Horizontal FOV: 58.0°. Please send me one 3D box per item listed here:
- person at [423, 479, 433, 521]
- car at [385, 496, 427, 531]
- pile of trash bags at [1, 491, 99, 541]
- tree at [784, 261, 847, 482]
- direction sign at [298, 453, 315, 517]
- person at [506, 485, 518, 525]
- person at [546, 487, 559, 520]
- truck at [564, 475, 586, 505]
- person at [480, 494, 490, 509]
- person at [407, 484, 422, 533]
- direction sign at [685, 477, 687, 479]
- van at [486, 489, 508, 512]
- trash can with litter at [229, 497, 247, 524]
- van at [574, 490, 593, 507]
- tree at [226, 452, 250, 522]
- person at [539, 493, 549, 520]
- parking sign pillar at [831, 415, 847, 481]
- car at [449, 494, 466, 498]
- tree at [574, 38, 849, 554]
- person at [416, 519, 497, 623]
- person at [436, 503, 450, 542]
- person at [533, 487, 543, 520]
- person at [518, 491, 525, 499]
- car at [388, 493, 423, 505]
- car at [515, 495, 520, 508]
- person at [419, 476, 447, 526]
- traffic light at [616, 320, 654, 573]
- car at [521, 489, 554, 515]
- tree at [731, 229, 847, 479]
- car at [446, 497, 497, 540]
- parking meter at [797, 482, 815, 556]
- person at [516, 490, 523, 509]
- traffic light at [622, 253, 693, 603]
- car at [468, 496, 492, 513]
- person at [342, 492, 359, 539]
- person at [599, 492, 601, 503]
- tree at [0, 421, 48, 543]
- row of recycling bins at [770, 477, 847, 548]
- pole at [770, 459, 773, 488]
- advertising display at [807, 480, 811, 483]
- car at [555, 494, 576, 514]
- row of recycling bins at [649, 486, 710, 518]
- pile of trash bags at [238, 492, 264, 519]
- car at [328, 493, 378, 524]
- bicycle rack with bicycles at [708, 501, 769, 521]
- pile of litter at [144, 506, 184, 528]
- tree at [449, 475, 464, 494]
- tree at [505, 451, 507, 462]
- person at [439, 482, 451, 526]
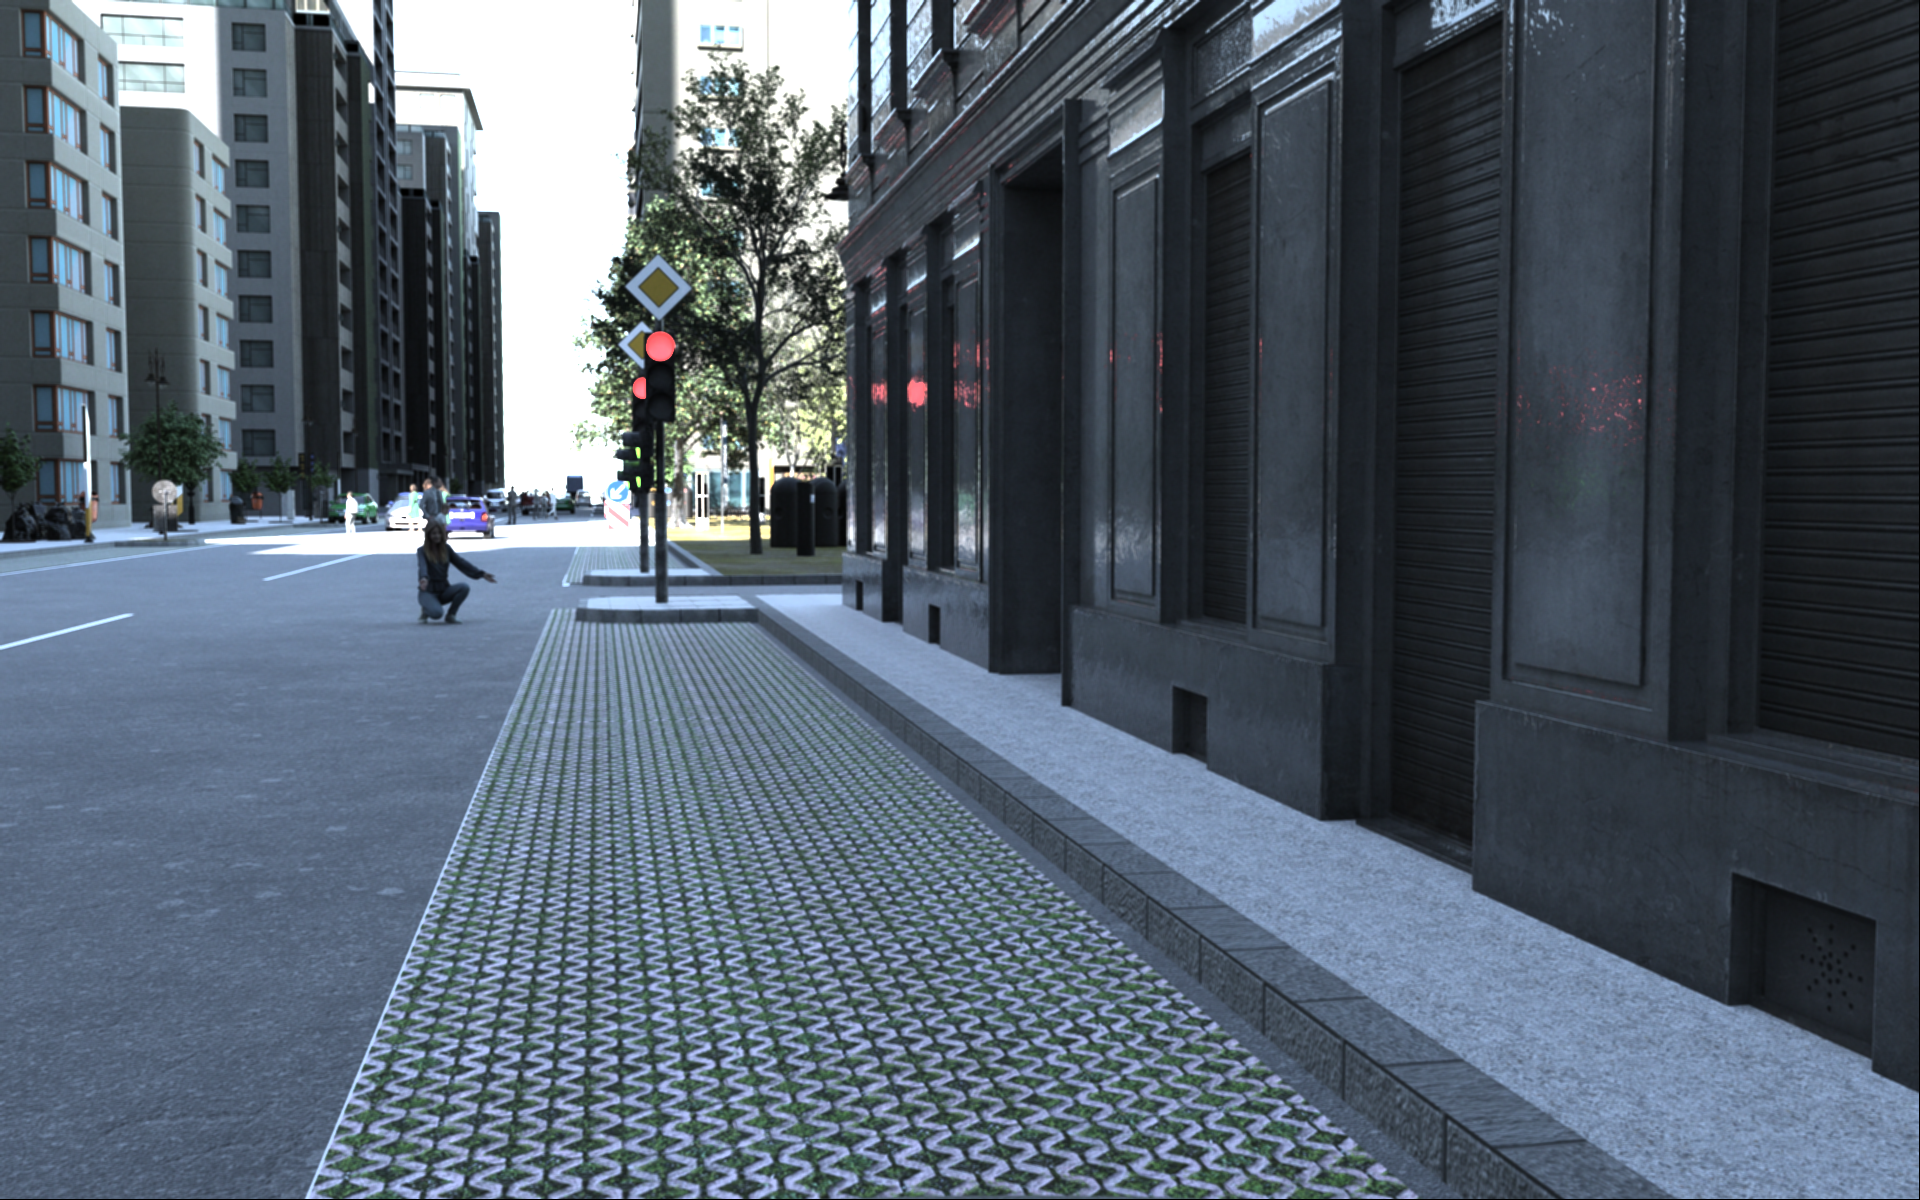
[{"bbox_3d":[-12.443,-1.973,41.039,0.573,1.790,0.520,-2,4,-30],"label":"person"},{"bbox_3d":[-21.550,-3.429,68.429,2.083,1.381,4.827,-1,4,-12],"label":"car"},{"bbox_3d":[-25.392,-2.399,48.973,1.912,1.369,3.447,0,4,1],"label":"pile of trash bags"},{"bbox_3d":[-3.316,-6.292,53.242,4.737,8.622,4.395,0,3,0],"label":"tree"},{"bbox_3d":[-35.990,-6.328,95.465,0.876,3.537,0.379,0,4,0],"label":"direction sign"},{"bbox_3d":[-21.143,-4.476,81.482,0.447,1.846,0.655,2,4,30],"label":"person"},{"bbox_3d":[-22.931,-5.438,97.296,0.818,1.842,0.514,-2,4,-29],"label":"person"},{"bbox_3d":[-51.856,-14.842,232.420,2.967,4.110,18.799,-1,4,-11],"label":"truck"},{"bbox_3d":[-28.517,-5.638,103.874,0.628,1.438,0.799,0,4,0],"label":"person"},{"bbox_3d":[-20.302,-3.406,64.441,0.529,1.795,0.600,0,4,-2],"label":"person"},{"bbox_3d":[-14.170,-5.815,87.071,0.876,3.537,0.379,-2,4,-24],"label":"direction sign"},{"bbox_3d":[-36.716,-7.944,136.891,2.013,2.044,4.112,-1,4,-11],"label":"van"},{"bbox_3d":[-30.933,-3.851,74.348,0.624,1.170,1.055,-3,5,-44],"label":"trash can with litter"},{"bbox_3d":[-40.949,-11.096,188.425,2.013,2.044,4.112,-1,4,-13],"label":"van"},{"bbox_3d":[-33.130,-5.226,80.044,1.663,3.219,1.824,0,3,0],"label":"tree"},{"bbox_3d":[-22.673,-5.088,94.282,0.523,1.515,0.503,2,4,24],"label":"person"},{"bbox_3d":[-3.860,-4.297,58.720,1.447,3.967,1.447,2,4,28],"label":"parking sign pillar"},{"bbox_3d":[-30.971,-5.755,106.095,2.014,1.417,4.499,-1,4,-10],"label":"car"},{"bbox_3d":[-4.641,-6.250,36.594,7.601,10.594,8.767,-3,5,-40],"label":"tree"},{"bbox_3d":[-5.645,-0.317,19.176,1.012,1.151,0.738,-3,5,-41],"label":"person"},{"bbox_3d":[-10.338,-1.310,34.604,0.352,1.250,0.332,0,4,1],"label":"person"},{"bbox_3d":[-23.450,-5.348,96.121,0.526,1.800,0.537,-1,4,-16],"label":"person"},{"bbox_3d":[-40.924,-9.387,162.705,1.217,1.736,0.721,0,4,-1],"label":"person"},{"bbox_3d":[-24.052,-4.063,76.029,1.945,1.707,3.694,-1,4,-13],"label":"car"},{"bbox_3d":[-43.479,-9.766,172.034,2.083,1.381,4.827,-1,4,-11],"label":"car"},{"bbox_3d":[-11.094,-1.709,36.541,0.391,1.810,0.635,1,4,17],"label":"person"},{"bbox_3d":[-5.170,-2.402,28.187,0.839,4.253,0.868,-1,4,-12],"label":"traffic light"},{"bbox_3d":[-29.089,-6.771,119.380,2.281,1.827,5.304,-1,4,-11],"label":"car"},{"bbox_3d":[-4.589,-5.970,47.977,4.360,8.622,3.978,0,3,0],"label":"tree"},{"bbox_3d":[-15.858,-2.626,55.518,1.945,1.354,3.894,-1,4,-13],"label":"car"},{"bbox_3d":[-3.205,-1.686,35.982,0.372,1.533,0.369,0,3,0],"label":"parking meter"},{"bbox_3d":[-41.998,-9.639,166.174,1.350,1.814,0.705,-2,4,-25],"label":"person"},{"bbox_3d":[-3.545,-1.923,20.368,0.839,4.253,0.868,-1,4,-12],"label":"traffic light"},{"bbox_3d":[-32.902,-6.443,117.916,1.945,1.354,3.894,-1,4,-11],"label":"car"},{"bbox_3d":[-19.621,-2.730,55.738,0.523,1.515,0.503,-1,4,-16],"label":"person"},{"bbox_3d":[-49.634,-14.071,239.236,0.721,1.739,1.217,-2,4,-35],"label":"person"},{"bbox_3d":[-25.253,-3.135,45.858,1.663,3.219,1.824,0,3,0],"label":"tree"},{"bbox_3d":[-3.006,-2.166,42.524,3.534,1.692,1.069,-3,4,-36],"label":"row of recycling bins"},{"bbox_3d":[-10.928,-6.524,100.502,0.158,3.312,0.155,0,3,0],"label":"pole"},{"bbox_3d":[-6.477,-4.510,78.954,0.974,1.923,0.123,-1,4,-19],"label":"advertising display"},{"bbox_3d":[-29.185,-7.229,126.983,1.959,1.807,4.718,-1,4,-11],"label":"car"},{"bbox_3d":[-15.035,-5.182,91.842,3.534,1.692,1.069,0,4,-1],"label":"row of recycling bins"},{"bbox_3d":[-37.853,-4.928,90.319,3.447,1.369,1.912,1,4,14],"label":"pile of trash bags"},{"bbox_3d":[-28.969,-4.519,82.677,1.959,1.807,4.718,-1,4,-10],"label":"car"},{"bbox_3d":[-11.159,-4.363,84.721,2.925,0.926,2.852,1,4,21],"label":"bicycle rack with bicycles"},{"bbox_3d":[-30.141,-3.142,65.336,1.719,0.858,1.176,2,4,26],"label":"pile of litter"},{"bbox_3d":[-50.702,-11.004,174.509,1.663,3.219,1.824,0,3,0],"label":"tree"},{"bbox_3d":[-68.342,-18.568,253.952,4.360,8.622,3.978,0,3,0],"label":"tree"},{"bbox_3d":[-14.415,-2.401,47.996,0.600,1.795,0.529,-1,4,-16],"label":"person"}]
